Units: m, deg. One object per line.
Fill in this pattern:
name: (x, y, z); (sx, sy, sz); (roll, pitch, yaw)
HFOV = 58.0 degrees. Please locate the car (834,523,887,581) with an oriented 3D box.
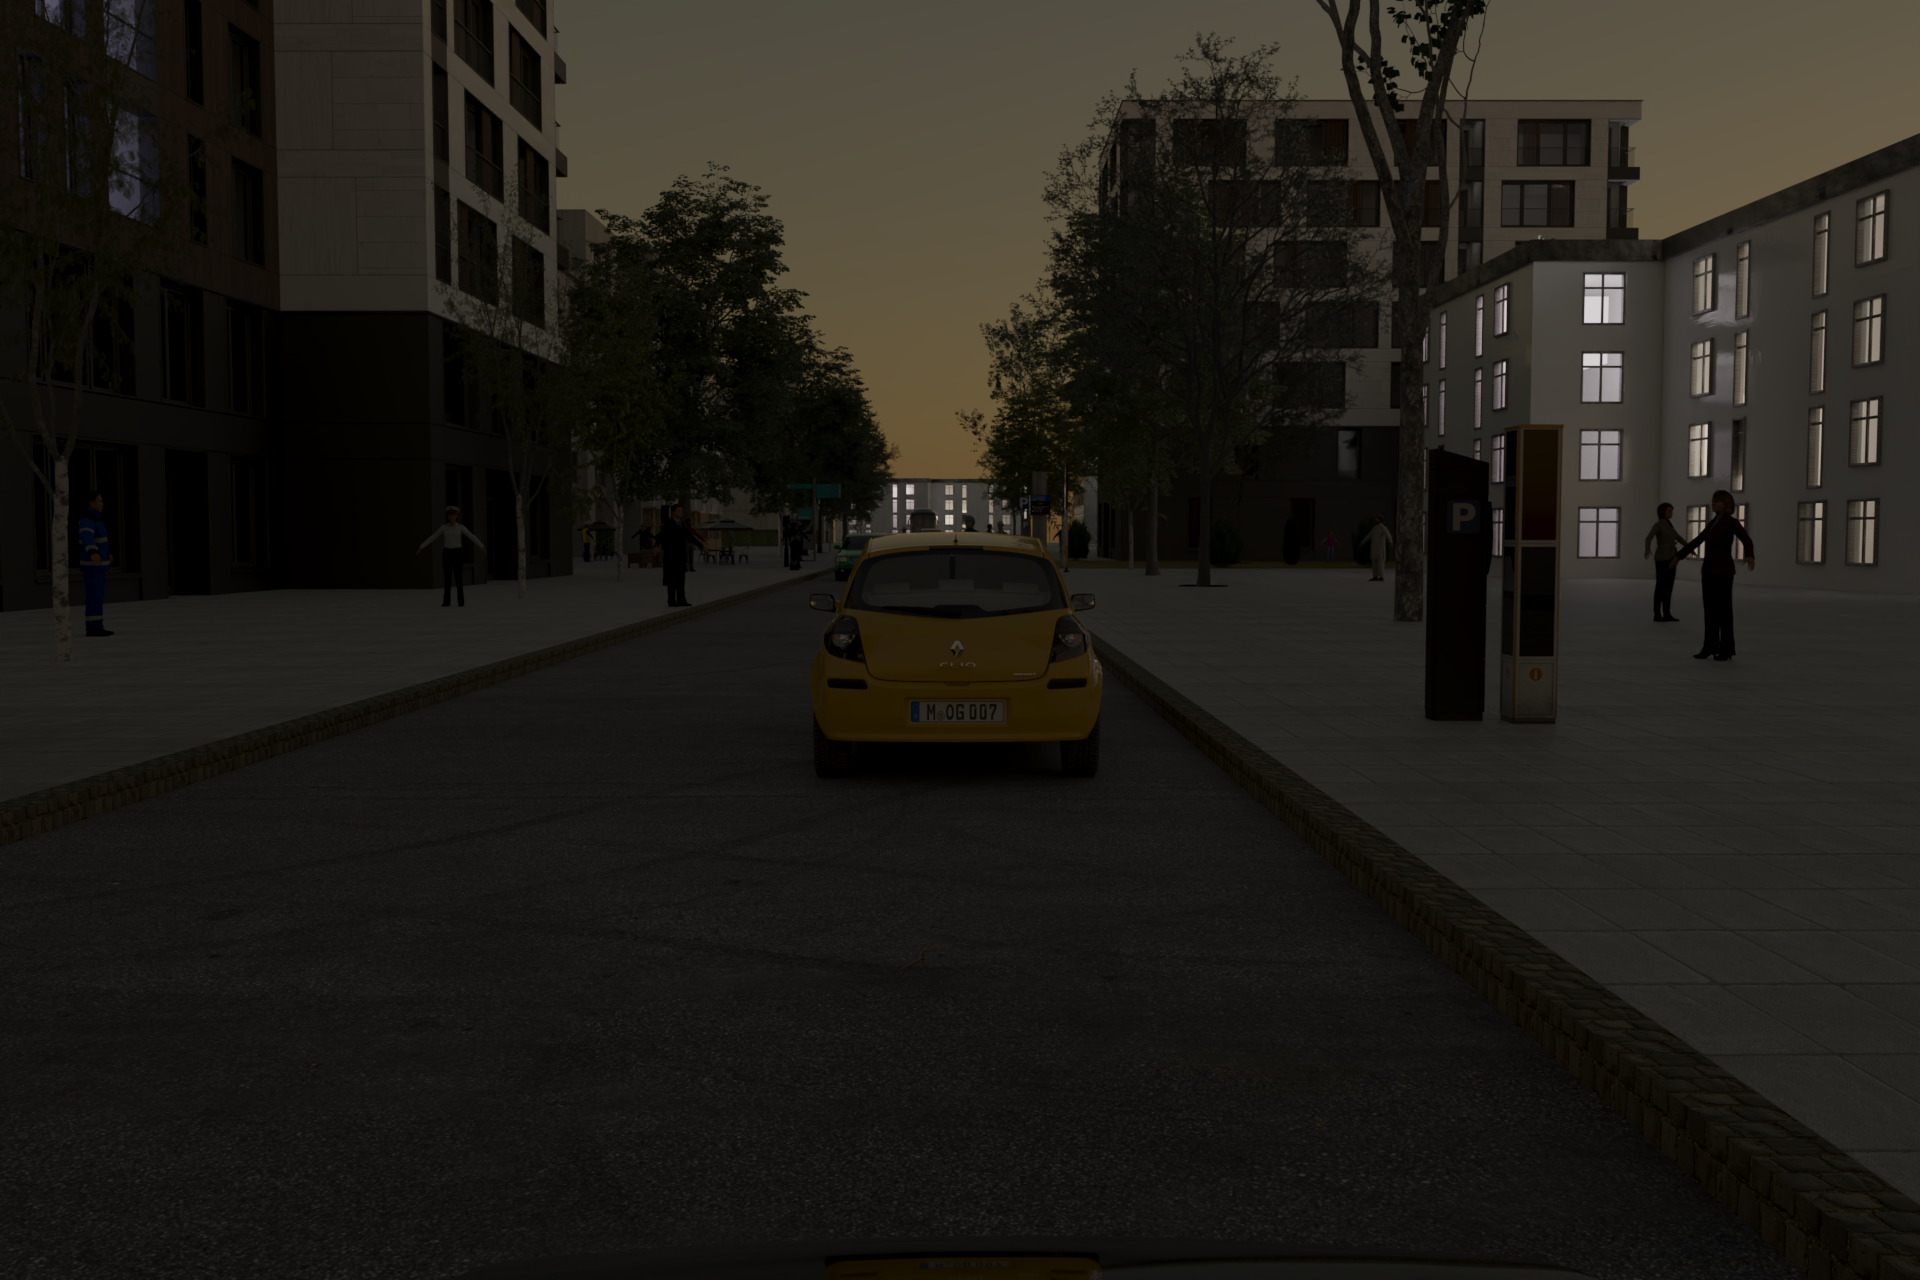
car: (-2.939, -2.783, 54.294); (1.959, 1.807, 4.718); (0, 3, 0)

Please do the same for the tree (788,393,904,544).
tree: (-9.596, -14.327, 144.614); (12.009, 13.543, 11.850); (0, 3, 0)

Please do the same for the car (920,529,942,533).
car: (-2.058, -6.923, 121.864); (2.281, 1.827, 5.304); (0, 4, 0)

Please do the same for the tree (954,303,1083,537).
tree: (6.004, -17.384, 140.119); (12.611, 20.169, 13.585); (0, 3, 0)

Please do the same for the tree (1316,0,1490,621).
tree: (5.133, -10.339, 24.926); (12.611, 20.169, 13.585); (0, 3, 0)

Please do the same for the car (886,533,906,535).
car: (-2.335, -3.516, 66.286); (1.959, 1.807, 4.718); (0, 4, 0)

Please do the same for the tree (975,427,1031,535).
tree: (5.163, -14.698, 166.073); (9.928, 11.665, 9.643); (0, 3, 0)

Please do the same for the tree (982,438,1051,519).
tree: (5.762, -13.455, 154.402); (8.767, 10.594, 7.601); (2, 4, 27)

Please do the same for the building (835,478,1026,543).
building: (-4.219, -19.257, 259.455); (28.070, 9.664, 9.099); (0, 4, 6)

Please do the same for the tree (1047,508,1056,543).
tree: (13.558, -18.789, 257.561); (4.360, 8.622, 3.978); (0, 3, 0)

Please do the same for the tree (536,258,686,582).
tree: (-9.242, -5.885, 46.581); (4.737, 8.622, 4.395); (0, 3, 0)

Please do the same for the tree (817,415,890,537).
tree: (-10.368, -15.328, 157.275); (9.857, 13.997, 8.962); (0, 3, 0)

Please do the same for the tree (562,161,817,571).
tree: (-9.799, -9.419, 60.661); (9.857, 13.997, 8.962); (0, 3, 0)

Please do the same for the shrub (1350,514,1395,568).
shrub: (15.807, -3.815, 66.424); (1.661, 2.075, 1.752); (0, 3, 0)

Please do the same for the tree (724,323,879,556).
tree: (-9.520, -12.006, 102.951); (9.857, 13.997, 8.962); (0, 3, 0)

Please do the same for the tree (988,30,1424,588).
tree: (6.040, -8.043, 41.871); (12.009, 13.543, 11.850); (0, 3, 0)

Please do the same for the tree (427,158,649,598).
tree: (-8.909, -5.153, 34.613); (4.360, 8.622, 3.978); (0, 3, 0)

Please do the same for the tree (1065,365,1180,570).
tree: (5.982, -6.789, 61.356); (4.737, 8.622, 4.395); (0, 3, 0)

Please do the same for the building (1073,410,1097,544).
building: (25.058, -24.452, 230.721); (19.493, 23.208, 18.063); (0, 4, -1)

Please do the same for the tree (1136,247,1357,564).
tree: (12.083, -10.053, 74.730); (12.009, 13.543, 11.850); (0, 3, 0)

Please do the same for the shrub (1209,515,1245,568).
shrub: (10.025, -3.769, 66.049); (1.690, 2.028, 1.600); (0, 3, 0)

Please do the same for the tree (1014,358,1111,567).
tree: (3.829, -7.209, 68.223); (4.360, 8.622, 3.978); (0, 3, 0)

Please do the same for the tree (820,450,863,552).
tree: (-9.547, -10.622, 124.027); (4.360, 8.622, 3.978); (0, 3, 0)

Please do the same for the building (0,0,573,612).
building: (-26.147, -11.832, 37.425); (27.936, 21.610, 32.646); (0, 4, 0)

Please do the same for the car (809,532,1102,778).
car: (-0.044, -0.086, 11.628); (2.015, 1.641, 3.980); (0, 4, -1)

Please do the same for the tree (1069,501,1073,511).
tree: (18.312, -19.029, 261.486); (4.737, 8.622, 4.395); (0, 3, 0)

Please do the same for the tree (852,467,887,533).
tree: (-9.463, -13.286, 167.582); (4.737, 8.622, 4.395); (0, 3, 0)

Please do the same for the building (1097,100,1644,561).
building: (21.537, -15.548, 98.177); (27.936, 21.610, 32.646); (0, 3, 0)

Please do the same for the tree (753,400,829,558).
tree: (-9.793, -8.730, 93.094); (4.360, 8.622, 3.978); (0, 3, 0)

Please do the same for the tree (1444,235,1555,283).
tree: (24.102, -10.345, 75.792); (9.857, 13.997, 8.962); (0, 3, 0)

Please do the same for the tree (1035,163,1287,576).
tree: (6.053, -8.242, 52.878); (7.486, 12.596, 7.792); (0, 3, 0)

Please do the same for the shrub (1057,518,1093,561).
shrub: (5.518, -4.843, 83.228); (1.661, 2.075, 1.752); (0, 3, 0)

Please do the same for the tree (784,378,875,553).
tree: (-9.198, -11.577, 115.045); (9.928, 11.665, 9.643); (0, 3, 0)

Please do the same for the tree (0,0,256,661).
tree: (-8.984, -4.078, 17.044); (4.360, 8.622, 3.978); (0, 3, 0)

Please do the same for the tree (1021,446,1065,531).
tree: (6.120, -10.944, 129.301); (4.737, 8.622, 4.395); (0, 3, 0)

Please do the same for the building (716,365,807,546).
building: (-27.225, -20.201, 196.751); (16.747, 18.905, 31.486); (0, 4, 1)

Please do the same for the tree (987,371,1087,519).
tree: (5.459, -12.388, 120.664); (7.486, 12.596, 7.792); (0, 3, 0)

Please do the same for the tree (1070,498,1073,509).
tree: (18.779, -18.679, 255.763); (4.360, 8.622, 3.978); (0, 3, 0)

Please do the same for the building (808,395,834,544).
building: (-26.656, -22.437, 233.294); (16.747, 18.905, 31.486); (0, 4, 0)
